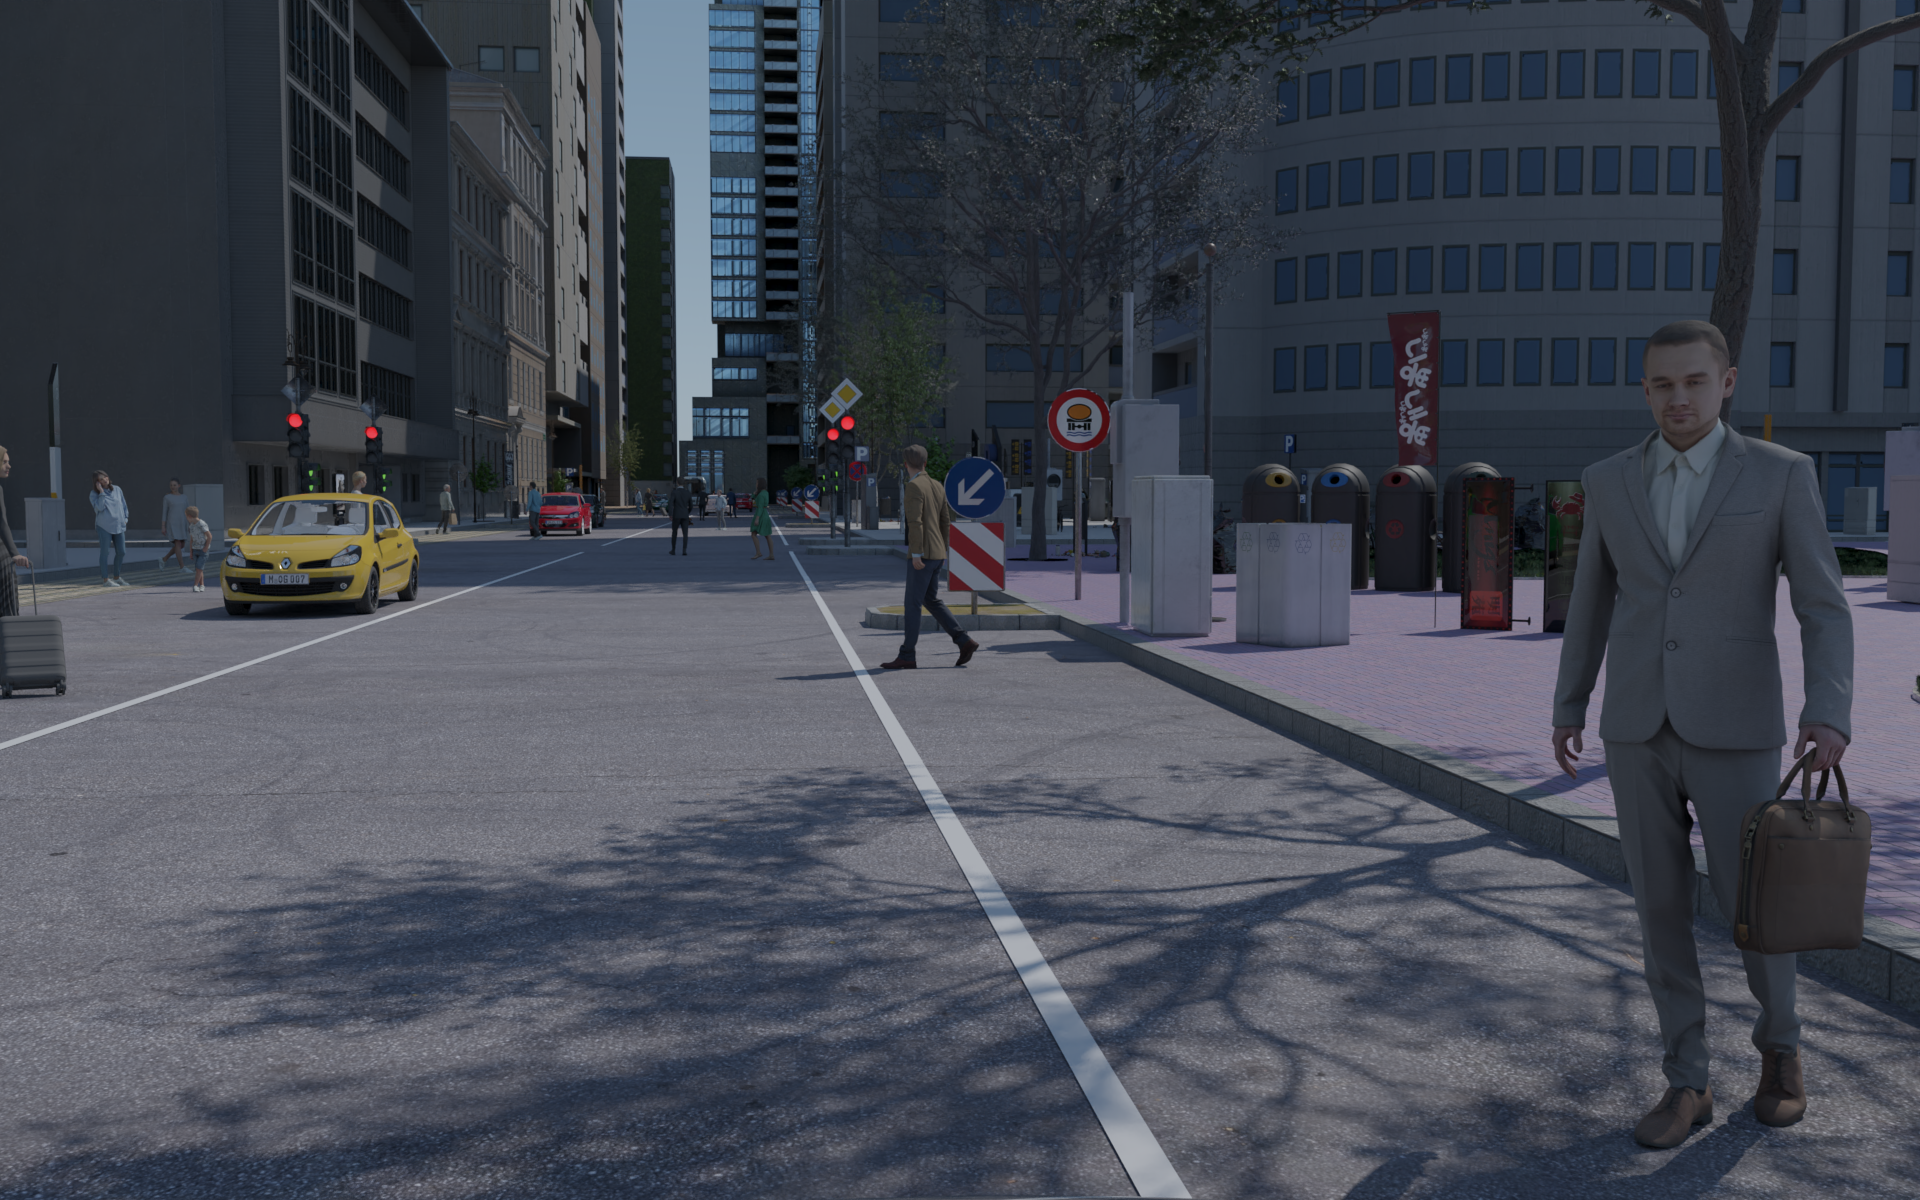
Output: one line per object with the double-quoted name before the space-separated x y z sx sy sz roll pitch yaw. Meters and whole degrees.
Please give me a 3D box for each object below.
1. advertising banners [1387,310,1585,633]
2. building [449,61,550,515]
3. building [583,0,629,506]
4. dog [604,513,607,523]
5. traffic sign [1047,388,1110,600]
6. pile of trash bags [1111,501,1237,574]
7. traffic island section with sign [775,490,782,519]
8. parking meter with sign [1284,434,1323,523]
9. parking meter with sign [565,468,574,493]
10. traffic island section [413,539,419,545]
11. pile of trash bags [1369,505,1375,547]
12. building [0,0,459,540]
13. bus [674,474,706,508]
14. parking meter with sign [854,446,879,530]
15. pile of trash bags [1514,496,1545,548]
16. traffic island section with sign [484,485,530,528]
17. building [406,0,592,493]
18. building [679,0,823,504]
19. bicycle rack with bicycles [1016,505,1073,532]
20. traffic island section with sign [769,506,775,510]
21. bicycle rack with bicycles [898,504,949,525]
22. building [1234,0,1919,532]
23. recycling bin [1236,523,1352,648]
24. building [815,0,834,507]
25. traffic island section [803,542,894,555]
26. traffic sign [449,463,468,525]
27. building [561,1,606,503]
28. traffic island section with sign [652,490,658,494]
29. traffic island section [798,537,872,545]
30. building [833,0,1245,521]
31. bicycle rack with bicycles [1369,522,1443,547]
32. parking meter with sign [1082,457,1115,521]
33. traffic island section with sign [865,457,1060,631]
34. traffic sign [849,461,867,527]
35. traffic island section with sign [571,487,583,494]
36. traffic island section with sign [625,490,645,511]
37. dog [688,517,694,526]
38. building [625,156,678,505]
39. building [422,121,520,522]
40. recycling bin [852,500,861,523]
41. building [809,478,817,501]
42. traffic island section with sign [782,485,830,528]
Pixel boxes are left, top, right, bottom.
"advertising banners" 4.993 -1.227 16.250 2.074 3.025 0.090 2 4 33
"building" -33.513 -19.732 108.530 13.634 28.700 20.117 0 4 -7
"building" -50.076 -39.268 184.031 28.212 58.520 21.231 0 4 -7
"dog" -17.492 -4.010 84.856 0.540 0.507 0.406 0 4 4
"traffic sign" 1.432 -1.273 20.921 0.768 2.556 0.104 0 4 -2
"pile of trash bags" 3.442 -1.175 28.958 1.912 1.369 3.447 -1 4 -13
"traffic island section with sign" -9.642 -5.655 101.092 1.989 1.847 2.006 0 4 -7
"parking meter with sign" 10.430 -3.346 50.973 1.738 3.016 0.543 -1 4 -20
"parking meter with sign" -25.859 -7.232 114.497 0.543 3.016 1.738 0 4 -8
"traffic island section" -16.339 -1.598 48.409 2.009 0.180 2.903 0 4 -7
"pile of trash bags" 8.944 -1.778 38.823 1.912 1.369 3.447 -1 4 -11
"building" -27.858 -14.865 62.111 14.314 24.678 30.058 0 4 -7
"bus" -28.017 -11.361 180.615 2.948 3.499 13.247 0 4 -6
"parking meter with sign" -3.323 -4.057 62.591 0.543 3.016 1.738 -1 4 -19
"pile of trash bags" 13.756 -1.928 41.271 3.447 1.369 1.912 2 4 27
"traffic island section with sign" -18.874 -3.930 72.884 1.989 1.847 2.006 0 4 -7
"building" -43.612 -33.306 133.799 28.713 52.752 27.495 0 4 -7
"building" -19.575 -55.375 218.053 31.000 86.520 22.319 0 4 -7
"bicycle rack with bicycles" 2.744 -2.752 58.370 2.852 0.926 2.925 -1 4 -12
"traffic island section with sign" -15.509 -8.721 151.208 1.989 1.847 2.006 0 4 -7
"bicycle rack with bicycles" -1.446 -3.682 73.582 2.852 0.926 2.925 1 4 9
"building" 21.779 -31.929 64.036 28.212 58.520 21.231 0 4 -7
"recycling bin" 2.855 -0.140 14.850 0.722 1.027 0.722 -2 4 -28
"building" -2.688 -33.144 165.598 21.300 48.544 21.600 0 4 -7
"traffic island section" -2.704 -1.203 41.957 2.009 0.180 2.903 0 4 -7
"traffic sign" -20.761 -4.380 71.722 0.768 2.556 0.104 0 4 -4
"building" -39.647 -30.907 155.439 14.600 45.320 14.200 0 4 -7
"traffic island section with sign" -31.006 -10.255 176.289 1.989 1.847 2.006 0 4 -7
"traffic island section" -3.633 -1.689 49.888 2.009 0.180 2.903 0 4 -7
"building" 2.832 -34.412 104.632 21.231 58.520 28.212 0 4 -7
"bicycle rack with bicycles" 8.527 -1.119 31.675 2.925 0.926 2.852 0 4 -1
"parking meter with sign" 6.453 -5.194 81.187 1.738 3.016 0.543 -1 4 -10
"traffic island section with sign" -0.031 -0.641 19.105 1.989 1.847 2.006 0 4 -7
"traffic sign" -4.002 -4.114 67.371 0.768 2.556 0.104 0 4 -3
"traffic island section with sign" -22.046 -5.580 99.860 1.989 1.847 2.006 0 4 -7
"traffic island section with sign" -27.871 -8.617 149.516 1.989 1.847 2.006 0 4 -7
"dog" -12.341 -3.581 78.742 0.550 0.427 0.748 1 4 20
"building" -41.975 -32.325 212.106 14.086 41.232 14.154 0 4 -7
"building" -29.703 -15.429 88.426 11.583 22.565 21.152 0 4 -7
"recycling bin" -4.308 -3.874 75.902 0.722 1.027 0.722 -1 4 -20
"building" -0.188 -30.408 189.053 32.217 40.220 23.993 0 4 -7
"traffic island section with sign" -6.491 -4.018 74.321 1.989 1.847 2.006 0 4 -7
